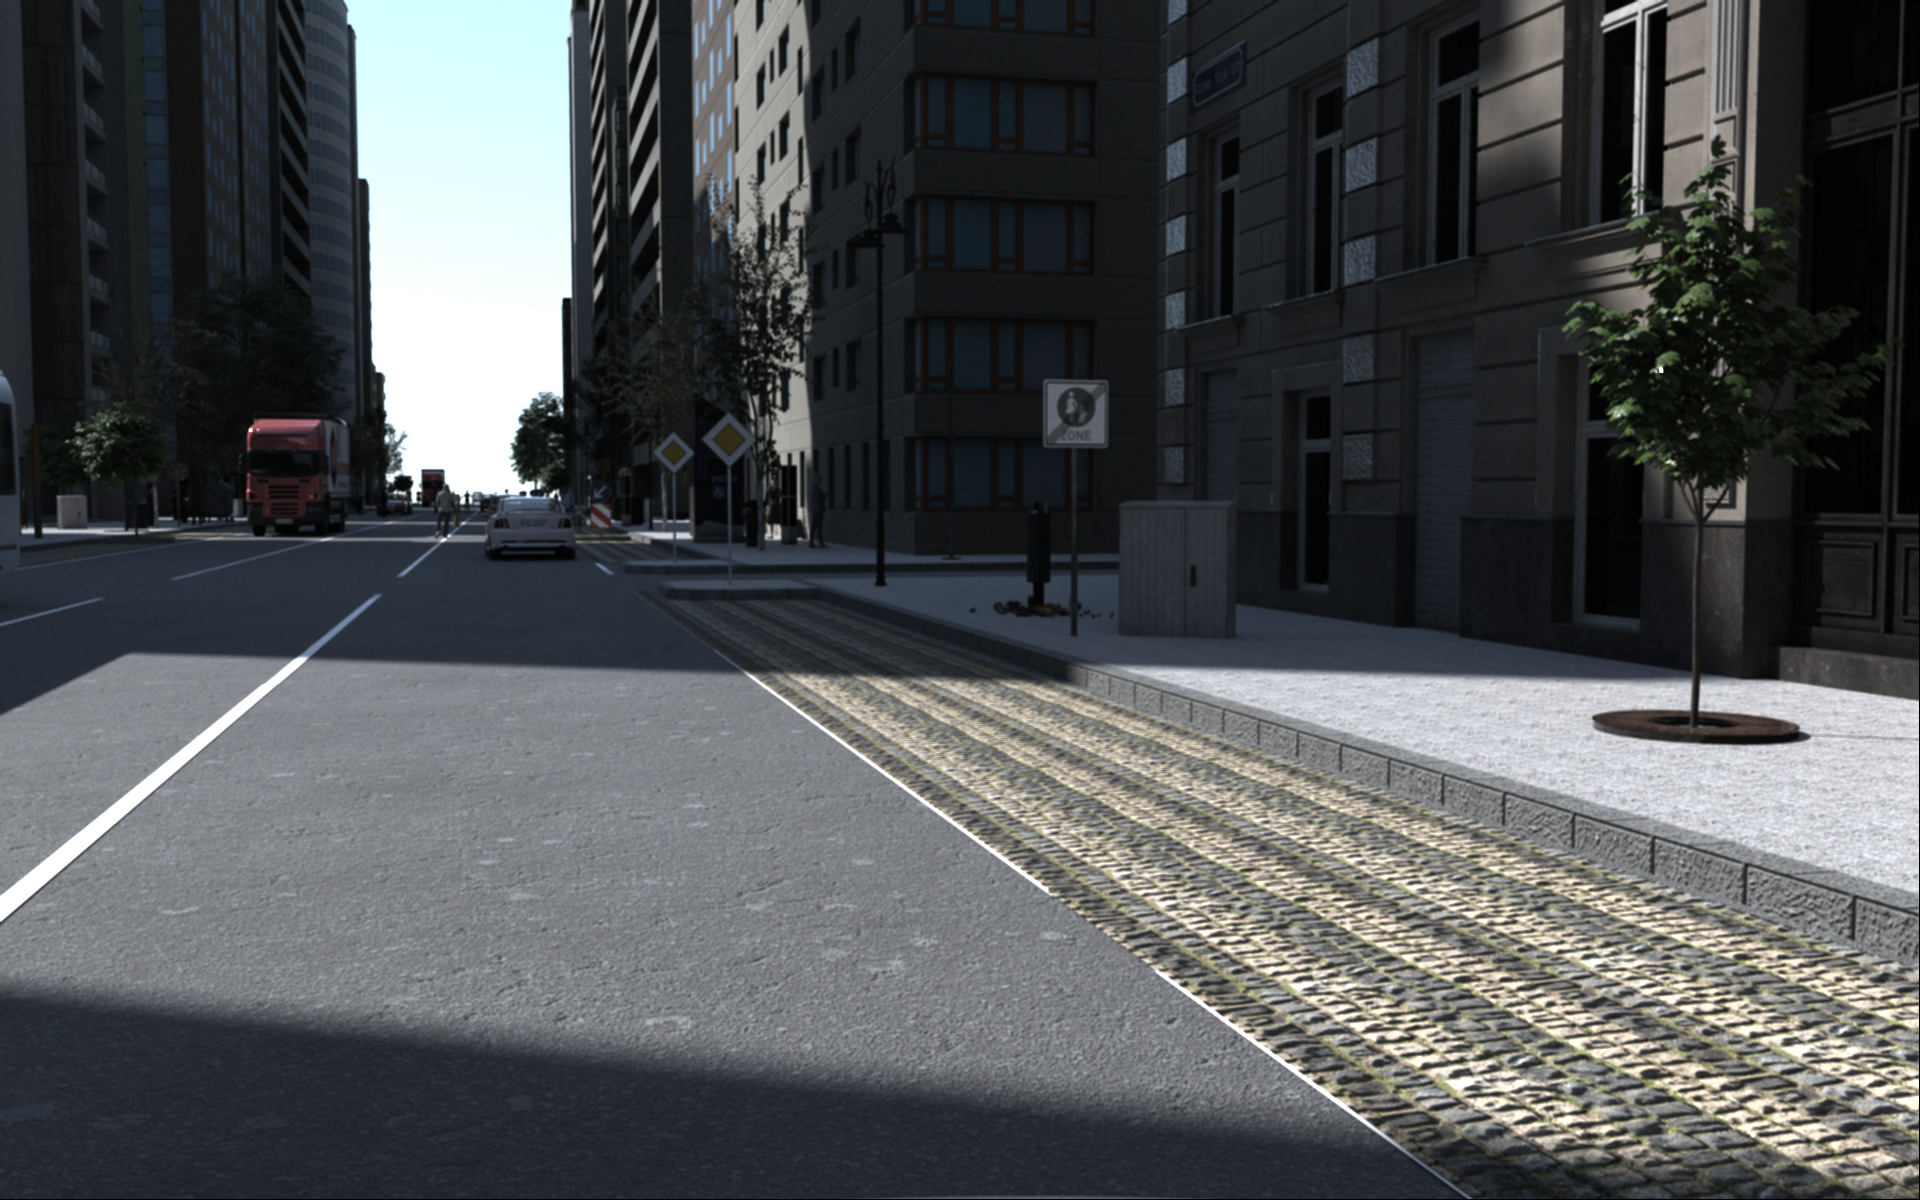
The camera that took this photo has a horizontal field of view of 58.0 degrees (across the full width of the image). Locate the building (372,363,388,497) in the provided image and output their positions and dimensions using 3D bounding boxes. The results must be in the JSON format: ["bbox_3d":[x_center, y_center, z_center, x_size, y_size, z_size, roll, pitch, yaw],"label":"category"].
[{"bbox_3d":[-93.619,-23.924,236.201,27.650,21.520,28.899,-1,4,-15],"label":"building"}]

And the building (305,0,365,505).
[{"bbox_3d":[-79.283,-39.873,193.929,21.231,58.520,28.212,-1,4,-15],"label":"building"}]

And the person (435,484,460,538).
[{"bbox_3d":[-16.608,-2.884,56.139,0.782,1.767,0.515,0,4,-5],"label":"person"}]

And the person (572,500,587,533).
[{"bbox_3d":[-13.996,-3.067,63.664,0.505,1.210,0.382,-3,5,-41],"label":"person"}]

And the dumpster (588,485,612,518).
[{"bbox_3d":[-19.093,-5.279,92.070,1.264,1.857,1.865,-1,4,-15],"label":"dumpster"}]

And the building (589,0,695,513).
[{"bbox_3d":[-19.432,-31.903,145.320,21.300,48.544,21.600,-1,4,-15],"label":"building"}]

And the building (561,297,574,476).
[{"bbox_3d":[-51.461,-29.576,255.271,14.160,30.474,14.107,-1,4,-15],"label":"building"}]

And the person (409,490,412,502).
[{"bbox_3d":[-77.461,-14.547,243.751,0.599,1.838,0.709,1,4,19],"label":"person"}]

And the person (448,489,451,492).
[{"bbox_3d":[-43.565,-8.512,147.675,0.705,1.824,1.348,-1,4,-15],"label":"person"}]

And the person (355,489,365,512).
[{"bbox_3d":[-46.013,-7.566,132.294,1.348,1.812,0.705,-2,4,-33],"label":"person"}]

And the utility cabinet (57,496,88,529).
[{"bbox_3d":[-32.516,-3.198,63.448,0.306,1.237,1.020,2,4,27],"label":"utility cabinet"}]

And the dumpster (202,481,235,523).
[{"bbox_3d":[-33.406,-4.411,77.871,1.264,1.857,1.865,-1,4,-15],"label":"dumpster"}]

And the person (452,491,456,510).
[{"bbox_3d":[-46.870,-9.238,160.246,1.217,1.736,0.721,-1,4,-20],"label":"person"}]

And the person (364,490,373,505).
[{"bbox_3d":[-69.604,-12.086,203.667,1.348,1.821,0.705,2,4,26],"label":"person"}]

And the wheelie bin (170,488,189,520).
[{"bbox_3d":[-39.187,-4.831,86.899,0.693,1.594,0.980,0,4,1],"label":"wheelie bin"}]

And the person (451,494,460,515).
[{"bbox_3d":[-33.571,-6.340,115.348,0.628,1.438,0.799,-1,4,-21],"label":"person"}]

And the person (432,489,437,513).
[{"bbox_3d":[-40.544,-7.656,133.753,0.705,1.814,1.350,-1,4,-9],"label":"person"}]

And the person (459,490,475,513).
[{"bbox_3d":[-37.662,-7.539,132.284,1.217,1.766,0.721,0,4,1],"label":"person"}]

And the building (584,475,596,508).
[{"bbox_3d":[-20.097,-29.178,168.942,32.217,40.220,23.993,-1,4,-15],"label":"building"}]

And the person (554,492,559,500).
[{"bbox_3d":[-35.431,-8.727,151.967,0.421,1.427,0.697,-1,4,-17],"label":"person"}]

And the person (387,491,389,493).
[{"bbox_3d":[-53.587,-9.363,162.258,0.621,1.740,0.551,-1,4,-21],"label":"person"}]

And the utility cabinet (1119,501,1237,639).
[{"bbox_3d":[1.955,-0.272,15.609,1.020,1.237,0.306,2,4,24],"label":"utility cabinet"}]

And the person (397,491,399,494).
[{"bbox_3d":[-82.631,-15.234,254.743,0.705,1.869,1.348,-1,4,-15],"label":"person"}]

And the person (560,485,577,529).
[{"bbox_3d":[-16.085,-3.820,71.227,0.793,1.790,0.793,-1,4,-22],"label":"person"}]

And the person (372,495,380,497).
[{"bbox_3d":[-72.146,-12.656,213.787,0.721,1.723,1.217,2,4,35],"label":"person"}]

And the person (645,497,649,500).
[{"bbox_3d":[-15.599,-4.521,85.461,1.012,1.151,0.738,-3,5,-44],"label":"person"}]

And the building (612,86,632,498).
[{"bbox_3d":[-18.506,-21.772,127.678,14.160,30.474,14.107,-1,4,-15],"label":"building"}]

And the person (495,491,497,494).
[{"bbox_3d":[-52.168,-11.371,195.100,0.721,1.739,1.217,0,4,-1],"label":"person"}]

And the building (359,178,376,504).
[{"bbox_3d":[-81.285,-32.590,216.432,14.154,41.232,14.086,-1,4,-15],"label":"building"}]

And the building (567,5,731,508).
[{"bbox_3d":[-37.427,-41.127,214.422,21.231,58.520,28.212,-1,4,-15],"label":"building"}]

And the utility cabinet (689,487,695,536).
[{"bbox_3d":[-7.576,-2.675,52.423,1.173,1.500,0.318,1,4,13],"label":"utility cabinet"}]

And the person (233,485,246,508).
[{"bbox_3d":[-42.663,-5.910,102.772,0.705,1.812,1.348,2,4,24],"label":"person"}]

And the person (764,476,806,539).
[{"bbox_3d":[-5.052,-2.627,49.217,0.699,1.804,1.509,-3,4,-36],"label":"person"}]

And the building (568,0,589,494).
[{"bbox_3d":[-44.477,-48.903,237.818,20.563,71.187,20.611,-1,4,-15],"label":"building"}]

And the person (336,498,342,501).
[{"bbox_3d":[-41.616,-6.521,116.030,0.530,1.710,0.541,-3,5,-44],"label":"person"}]

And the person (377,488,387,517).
[{"bbox_3d":[-35.443,-5.986,106.390,0.705,1.821,1.348,0,4,5],"label":"person"}]

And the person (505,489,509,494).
[{"bbox_3d":[-28.647,-6.122,109.119,0.721,1.766,1.217,1,4,13],"label":"person"}]

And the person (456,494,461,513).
[{"bbox_3d":[-38.682,-7.441,133.380,0.599,1.433,0.991,0,4,8],"label":"person"}]

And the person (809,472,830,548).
[{"bbox_3d":[-3.335,-2.136,41.142,0.526,1.800,0.537,0,4,-1],"label":"person"}]

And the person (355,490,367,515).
[{"bbox_3d":[-41.648,-6.798,120.380,1.217,1.736,0.721,2,4,31],"label":"person"}]
